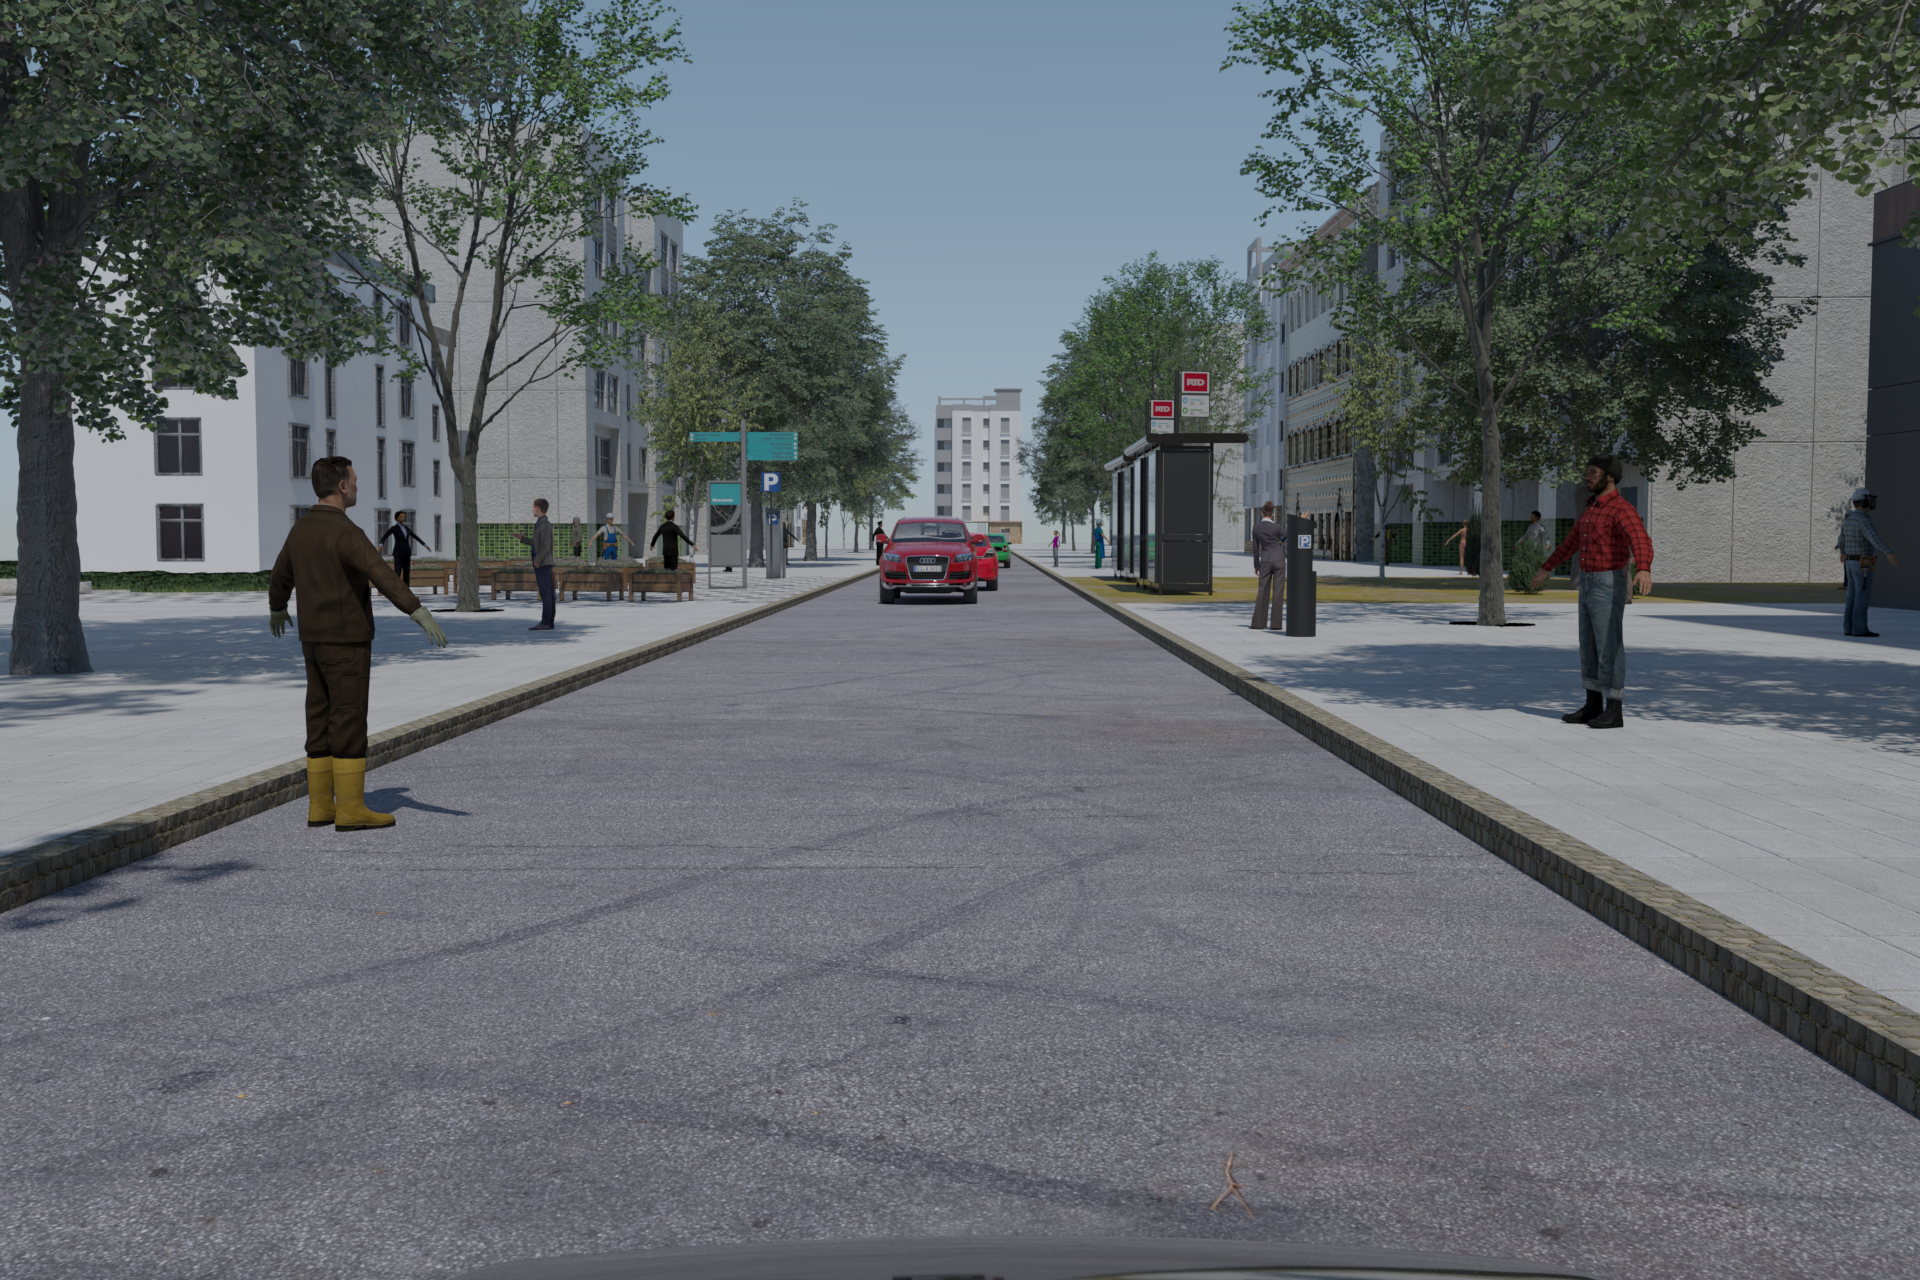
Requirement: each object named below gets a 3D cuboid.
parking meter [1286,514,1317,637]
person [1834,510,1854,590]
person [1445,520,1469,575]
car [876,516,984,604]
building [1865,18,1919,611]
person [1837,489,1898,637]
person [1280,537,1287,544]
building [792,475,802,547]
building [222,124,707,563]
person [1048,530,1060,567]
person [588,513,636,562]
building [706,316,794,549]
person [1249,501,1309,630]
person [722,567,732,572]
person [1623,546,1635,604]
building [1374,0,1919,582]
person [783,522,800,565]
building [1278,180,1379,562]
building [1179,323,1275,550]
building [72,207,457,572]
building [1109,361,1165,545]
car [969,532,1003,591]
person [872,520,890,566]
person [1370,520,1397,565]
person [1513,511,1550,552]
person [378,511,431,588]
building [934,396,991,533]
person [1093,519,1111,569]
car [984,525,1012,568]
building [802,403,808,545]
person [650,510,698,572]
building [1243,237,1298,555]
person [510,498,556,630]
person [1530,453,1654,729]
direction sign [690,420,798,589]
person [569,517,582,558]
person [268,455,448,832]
[{"bbox_3d":[4.274,-0.811,21.670,0.372,1.533,0.369,0,3,0],"label":"parking meter"},{"bbox_3d":[20.473,-2.077,39.929,0.705,1.833,1.349,1,4,12],"label":"person"},{"bbox_3d":[15.854,-2.914,54.446,1.217,1.733,0.721,0,4,-3],"label":"person"},{"bbox_3d":[-0.633,-1.745,37.207,2.281,1.827,5.304,0,4,0],"label":"car"},{"bbox_3d":[26.383,-10.390,13.850,27.936,21.610,32.646,0,4,1],"label":"building"},{"bbox_3d":[11.305,-0.970,21.694,0.704,1.849,1.345,0,4,2],"label":"person"},{"bbox_3d":[9.072,-2.489,47.154,0.721,1.772,1.216,-2,4,-32],"label":"person"},{"bbox_3d":[-21.074,-14.690,182.326,9.099,9.664,28.070,0,4,0],"label":"building"},{"bbox_3d":[-24.289,-13.723,90.823,16.747,18.905,31.486,0,4,1],"label":"building"},{"bbox_3d":[3.625,-3.508,66.624,0.599,1.433,0.991,-1,4,-22],"label":"person"},{"bbox_3d":[-9.376,-2.486,46.505,1.347,1.847,0.705,-2,4,-34],"label":"person"},{"bbox_3d":[-25.286,-19.815,154.911,19.493,23.208,18.063,0,4,2],"label":"building"},{"bbox_3d":[4.274,-1.000,23.200,0.742,1.727,0.445,0,4,-2],"label":"person"},{"bbox_3d":[-7.869,-3.228,58.564,0.705,1.856,1.354,-1,4,-22],"label":"person"},{"bbox_3d":[12.093,-1.536,31.710,0.434,1.755,0.990,0,4,-3],"label":"person"},{"bbox_3d":[26.775,-11.910,61.187,16.747,18.905,31.486,0,4,0],"label":"building"},{"bbox_3d":[-7.311,-4.021,72.020,1.348,1.796,0.705,-2,4,-33],"label":"person"},{"bbox_3d":[27.453,-15.734,88.174,19.493,23.208,18.063,0,4,0],"label":"building"},{"bbox_3d":[28.497,-17.562,153.591,16.747,18.905,31.486,0,4,1],"label":"building"},{"bbox_3d":[-22.231,-7.128,58.694,9.099,9.664,28.070,0,4,2],"label":"building"},{"bbox_3d":[25.732,-19.541,185.948,16.747,18.905,31.486,0,4,0],"label":"building"},{"bbox_3d":[0.057,-2.204,45.083,2.155,1.783,4.494,0,4,-1],"label":"car"},{"bbox_3d":[-3.217,-3.929,70.170,0.705,1.837,1.347,-3,4,-37],"label":"person"},{"bbox_3d":[17.423,-3.997,71.113,1.354,1.858,0.705,-2,4,-25],"label":"person"},{"bbox_3d":[12.951,-2.013,39.092,0.705,1.806,1.347,-1,4,-16],"label":"person"},{"bbox_3d":[-10.941,-1.674,34.083,0.721,1.740,1.216,3,4,36],"label":"person"},{"bbox_3d":[-2.920,-22.583,228.104,11.380,20.090,16.016,0,4,-6],"label":"building"},{"bbox_3d":[5.094,-3.480,63.026,0.704,1.817,1.347,-1,4,-21],"label":"person"},{"bbox_3d":[1.253,-3.977,73.819,1.959,1.807,4.718,0,4,1],"label":"car"},{"bbox_3d":[-23.008,-20.932,198.658,16.016,20.090,11.380,0,4,0],"label":"building"},{"bbox_3d":[-6.267,-1.923,37.621,1.347,1.806,0.705,2,4,33],"label":"person"},{"bbox_3d":[23.535,-15.598,111.441,16.016,20.090,11.380,0,4,1],"label":"building"},{"bbox_3d":[-5.758,-1.020,23.244,0.750,1.759,0.617,0,4,6],"label":"person"},{"bbox_3d":[4.252,-0.333,11.550,0.704,1.816,1.345,-1,4,-11],"label":"person"},{"bbox_3d":[-5.034,-3.196,41.022,2.525,3.948,1.411,0,4,1],"label":"direction sign"},{"bbox_3d":[-11.801,-2.883,53.264,0.705,1.813,1.348,-1,4,-21],"label":"person"},{"bbox_3d":[-3.016,0.008,8.458,1.346,1.812,0.704,3,4,36],"label":"person"}]
